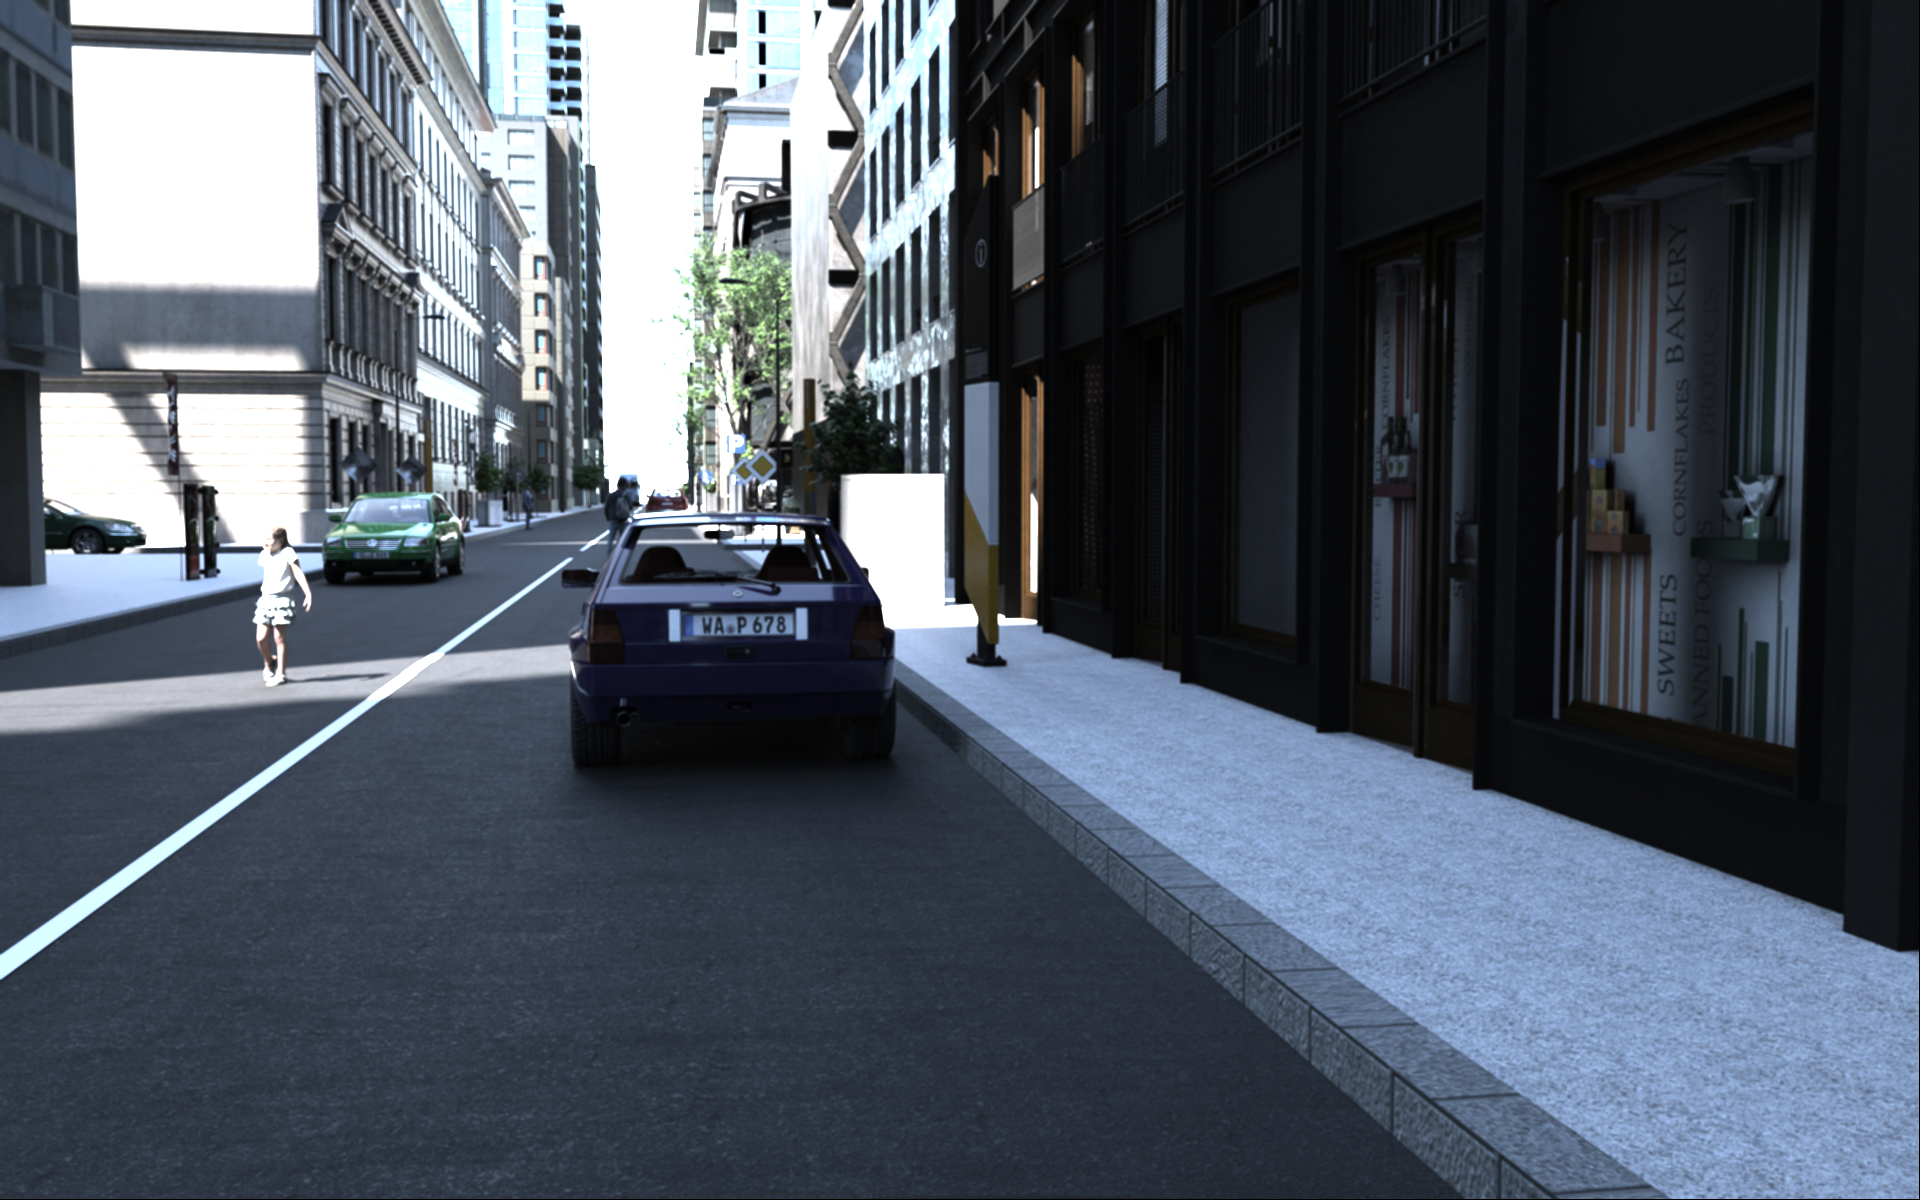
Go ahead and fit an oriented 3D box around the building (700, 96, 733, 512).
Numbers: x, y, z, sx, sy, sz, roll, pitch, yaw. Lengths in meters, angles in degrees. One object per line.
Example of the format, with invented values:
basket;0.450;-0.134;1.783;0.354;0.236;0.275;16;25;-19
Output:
building;-12.368;-21.938;130.384;14.160;30.474;14.107;-1;4;-10

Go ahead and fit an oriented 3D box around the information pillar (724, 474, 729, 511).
information pillar;-8.444;-3.601;63.366;0.304;2.012;0.304;-1;4;-17

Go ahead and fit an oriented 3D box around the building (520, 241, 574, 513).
building;-44.226;-17.461;130.525;27.650;21.520;28.899;-1;4;-10

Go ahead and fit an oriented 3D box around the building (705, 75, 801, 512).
building;-9.233;-19.007;108.022;12.463;27.353;25.104;-1;4;-10

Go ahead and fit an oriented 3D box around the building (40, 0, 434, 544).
building;-22.616;-11.505;52.733;10.561;19.102;19.286;-1;4;-10

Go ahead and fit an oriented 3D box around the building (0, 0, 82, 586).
building;-23.096;-19.820;15.937;23.993;40.220;32.217;-1;4;-10

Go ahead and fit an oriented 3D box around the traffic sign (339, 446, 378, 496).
traffic sign;-12.634;-2.004;36.402;0.795;2.450;0.064;-1;4;-10

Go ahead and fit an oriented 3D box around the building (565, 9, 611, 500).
building;-63.539;-50.290;260.490;20.563;71.187;20.611;-1;4;-10

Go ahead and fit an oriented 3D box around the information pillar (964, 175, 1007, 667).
information pillar;0.167;-1.324;13.007;0.183;3.616;0.504;-1;4;-22

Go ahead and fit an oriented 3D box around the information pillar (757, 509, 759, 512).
information pillar;-9.071;-4.401;76.445;0.304;2.012;0.304;3;5;39

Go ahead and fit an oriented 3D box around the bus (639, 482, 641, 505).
bus;-44.528;-14.639;234.204;2.948;3.499;13.247;-1;4;-10

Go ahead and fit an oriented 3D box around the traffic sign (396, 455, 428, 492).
traffic sign;-13.995;-2.485;44.271;0.795;2.450;0.064;-1;4;-10

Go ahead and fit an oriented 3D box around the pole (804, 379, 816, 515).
pole;-2.662;-2.256;30.721;0.158;3.312;0.155;0;3;0

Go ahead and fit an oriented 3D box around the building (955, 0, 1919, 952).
building;7.342;-11.210;12.958;12.332;23.373;15.834;-1;4;-10

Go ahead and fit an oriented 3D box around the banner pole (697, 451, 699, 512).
banner pole;-15.374;-6.828;101.654;0.401;3.779;0.863;-1;4;-11

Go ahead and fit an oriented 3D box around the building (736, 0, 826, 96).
building;-10.671;-51.333;151.960;22.319;86.520;31.000;-1;4;-10

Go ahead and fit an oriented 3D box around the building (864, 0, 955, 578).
building;4.535;-10.665;29.126;10.420;20.320;16.860;-1;4;-10

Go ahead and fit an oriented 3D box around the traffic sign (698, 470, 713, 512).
traffic sign;-13.240;-5.505;90.109;0.768;2.556;0.104;0;4;-1

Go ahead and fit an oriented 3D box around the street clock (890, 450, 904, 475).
street clock;-1.065;-1.365;26.882;0.358;2.002;0.471;2;4;25

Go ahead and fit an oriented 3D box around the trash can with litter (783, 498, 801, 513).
trash can with litter;-5.194;-2.636;54.493;0.624;1.170;1.055;-1;4;-21

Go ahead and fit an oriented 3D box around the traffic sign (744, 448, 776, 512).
traffic sign;-4.309;-2.090;37.816;0.795;2.450;0.064;-1;4;-10

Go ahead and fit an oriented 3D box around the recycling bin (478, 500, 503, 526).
recycling bin;-18.719;-3.454;69.022;0.722;1.027;0.722;3;4;37

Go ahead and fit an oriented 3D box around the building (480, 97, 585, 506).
building;-46.877;-30.414;180.870;14.154;41.232;14.086;-1;4;-10

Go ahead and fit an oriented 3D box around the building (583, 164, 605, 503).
building;-60.658;-37.689;239.917;21.300;48.544;21.600;-1;4;-10

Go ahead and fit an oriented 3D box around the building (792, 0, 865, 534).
building;3.538;-11.540;56.133;16.811;18.784;16.820;-1;4;-10

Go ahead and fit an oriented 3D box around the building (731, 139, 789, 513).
building;-3.109;-13.482;87.878;16.820;18.784;16.811;-1;4;-10

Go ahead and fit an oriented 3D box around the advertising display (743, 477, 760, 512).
advertising display;-6.503;-2.957;53.556;0.123;1.923;0.974;1;4;14

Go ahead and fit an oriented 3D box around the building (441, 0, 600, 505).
building;-56.022;-55.061;212.917;22.319;86.520;31.000;-1;4;-10

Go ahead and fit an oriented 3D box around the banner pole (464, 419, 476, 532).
banner pole;-16.500;-4.183;58.411;0.401;3.779;0.863;1;4;10

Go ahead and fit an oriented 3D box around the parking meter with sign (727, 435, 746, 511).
parking meter with sign;-6.656;-3.386;51.624;0.543;3.016;1.738;0;4;-7

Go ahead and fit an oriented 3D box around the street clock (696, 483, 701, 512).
street clock;-16.928;-6.568;111.960;0.358;2.002;0.471;0;4;-3

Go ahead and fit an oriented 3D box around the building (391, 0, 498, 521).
building;-29.940;-14.871;76.419;16.112;22.955;30.059;-1;4;-10

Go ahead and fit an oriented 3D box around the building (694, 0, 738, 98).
building;-13.001;-36.268;182.214;28.713;52.752;27.495;-1;4;-10

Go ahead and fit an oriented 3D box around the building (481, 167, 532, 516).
building;-31.825;-16.262;102.041;11.583;22.565;21.152;-1;4;-10

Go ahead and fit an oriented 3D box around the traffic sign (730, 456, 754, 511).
traffic sign;-5.670;-2.571;45.685;0.795;2.450;0.064;-1;4;-10

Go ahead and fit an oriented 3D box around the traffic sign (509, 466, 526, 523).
traffic sign;-19.928;-4.765;78.014;0.768;2.556;0.104;0;4;-6

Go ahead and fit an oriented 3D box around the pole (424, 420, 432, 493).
pole;-14.663;-3.299;47.786;0.158;3.312;0.155;0;3;0

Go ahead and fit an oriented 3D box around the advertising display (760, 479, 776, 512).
advertising display;-8.318;-4.279;75.178;0.974;1.923;0.123;-1;4;-21

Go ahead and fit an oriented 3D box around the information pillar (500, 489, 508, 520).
information pillar;-22.162;-4.875;84.198;0.304;2.012;0.304;-2;4;-32
